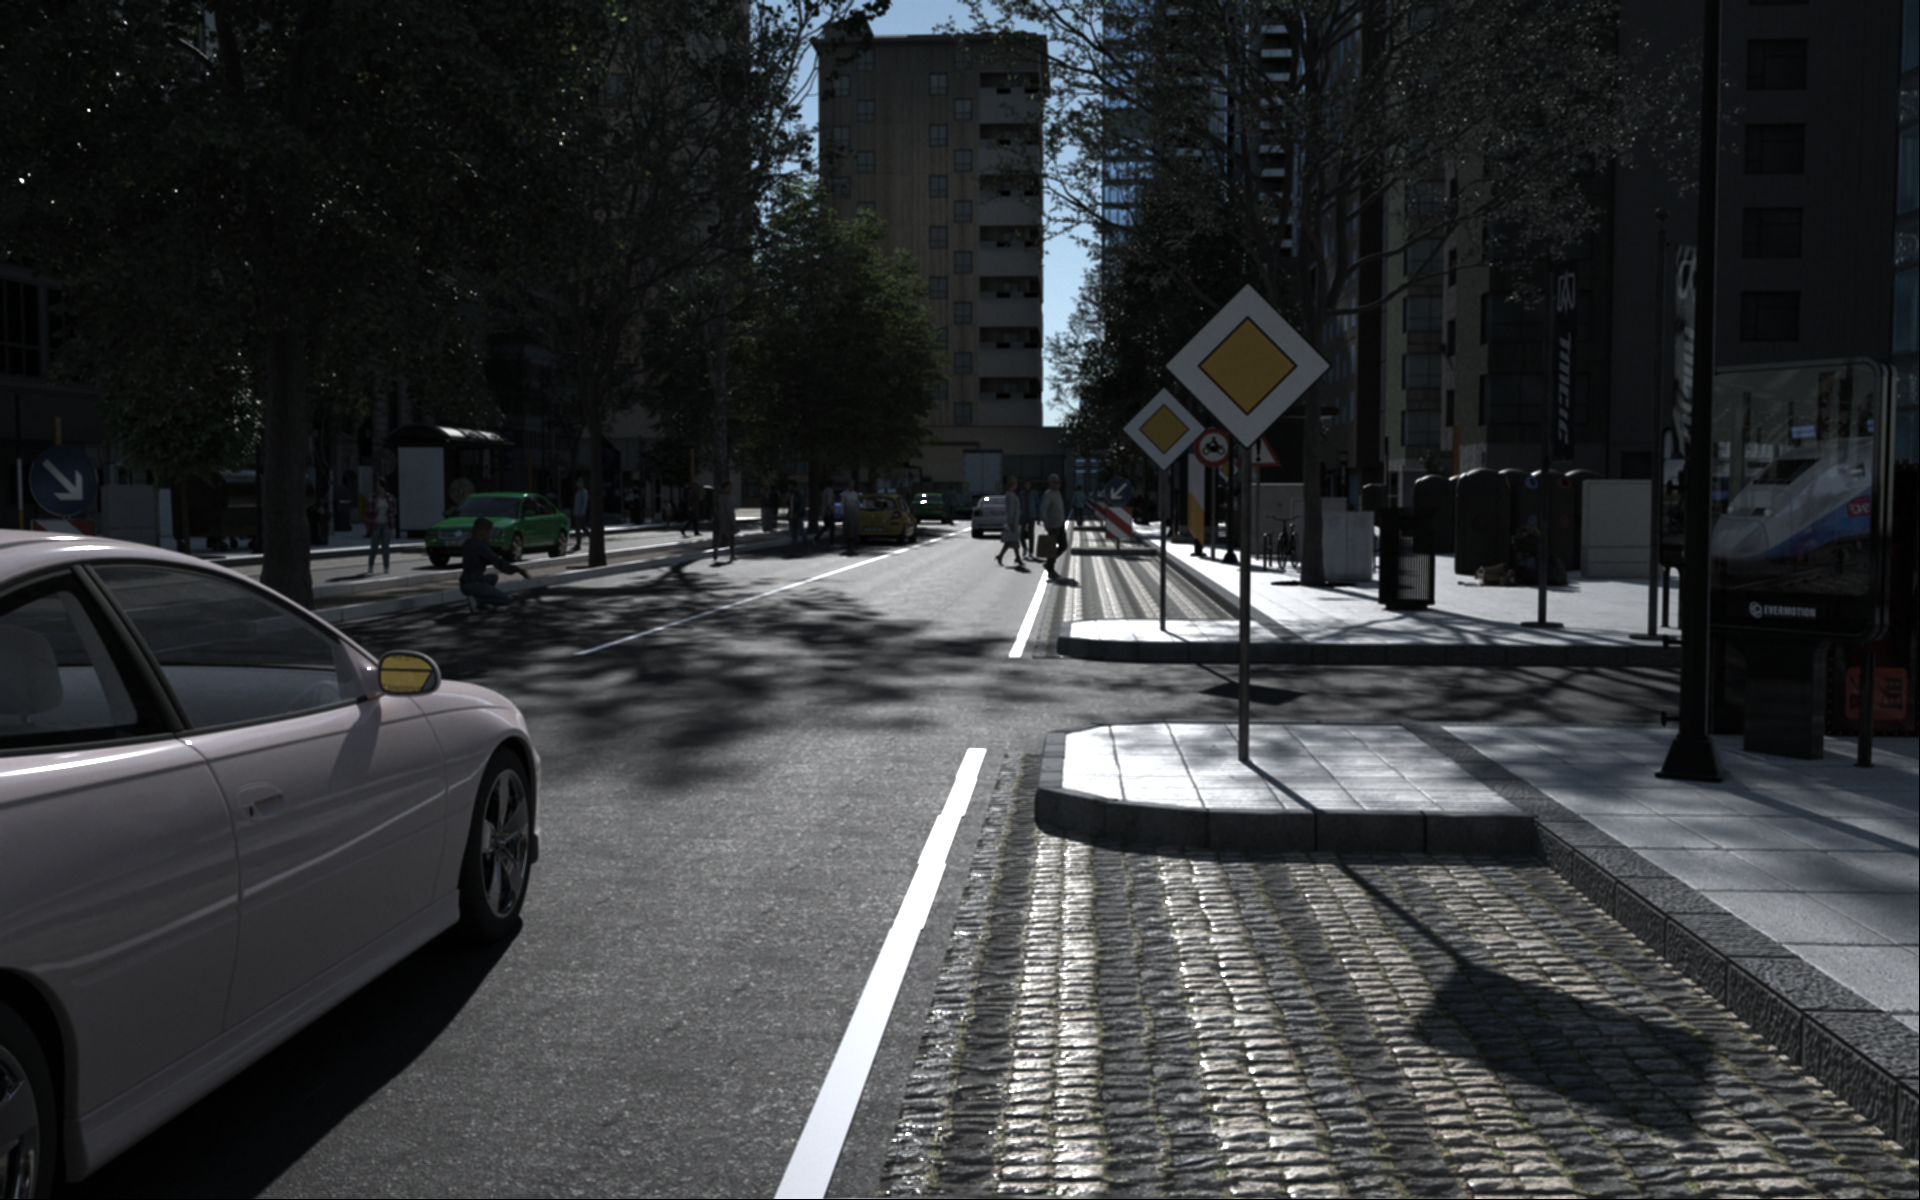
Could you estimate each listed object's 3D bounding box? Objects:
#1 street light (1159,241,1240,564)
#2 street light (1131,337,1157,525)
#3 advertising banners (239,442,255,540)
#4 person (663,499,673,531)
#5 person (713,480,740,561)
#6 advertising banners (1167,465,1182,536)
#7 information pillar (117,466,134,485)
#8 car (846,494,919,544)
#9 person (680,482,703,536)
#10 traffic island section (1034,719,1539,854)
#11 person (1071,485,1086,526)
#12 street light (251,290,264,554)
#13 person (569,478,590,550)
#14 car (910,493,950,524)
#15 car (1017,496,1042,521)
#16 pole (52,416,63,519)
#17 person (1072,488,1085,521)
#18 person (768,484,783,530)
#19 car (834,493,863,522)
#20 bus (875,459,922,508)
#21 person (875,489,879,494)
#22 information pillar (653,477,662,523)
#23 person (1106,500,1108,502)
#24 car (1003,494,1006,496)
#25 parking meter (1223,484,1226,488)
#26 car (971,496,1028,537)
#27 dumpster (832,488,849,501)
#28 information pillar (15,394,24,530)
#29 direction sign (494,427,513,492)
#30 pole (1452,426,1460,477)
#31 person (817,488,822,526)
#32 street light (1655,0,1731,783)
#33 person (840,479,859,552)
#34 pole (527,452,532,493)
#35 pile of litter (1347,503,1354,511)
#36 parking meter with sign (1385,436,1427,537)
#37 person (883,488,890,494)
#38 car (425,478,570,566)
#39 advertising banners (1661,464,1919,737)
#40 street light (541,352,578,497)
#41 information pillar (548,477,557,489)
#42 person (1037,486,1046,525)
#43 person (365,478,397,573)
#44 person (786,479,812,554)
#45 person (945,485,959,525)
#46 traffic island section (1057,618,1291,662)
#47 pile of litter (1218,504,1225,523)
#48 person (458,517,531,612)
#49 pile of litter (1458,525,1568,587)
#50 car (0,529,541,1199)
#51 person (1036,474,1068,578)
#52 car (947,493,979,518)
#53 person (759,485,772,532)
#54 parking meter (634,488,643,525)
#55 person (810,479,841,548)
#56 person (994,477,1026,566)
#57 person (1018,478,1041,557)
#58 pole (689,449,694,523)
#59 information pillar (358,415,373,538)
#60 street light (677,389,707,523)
[{"bbox_3d":[4.457,-3.629,31.882,1.470,5.913,1.316,0,4,4],"label":"street light"},{"bbox_3d":[5.766,-4.823,51.393,1.470,5.913,1.316,0,4,4],"label":"street light"},{"bbox_3d":[-20.282,-3.253,49.381,0.090,3.025,2.074,-1,4,-8],"label":"advertising banners"},{"bbox_3d":[-11.286,-3.289,66.956,0.352,1.250,0.332,-1,4,-9],"label":"person"},{"bbox_3d":[-5.011,-1.706,37.145,0.466,1.731,0.760,1,4,22],"label":"person"},{"bbox_3d":[6.110,-3.233,49.046,0.090,3.025,2.074,0,4,-6],"label":"advertising banners"},{"bbox_3d":[-21.809,-2.495,45.289,0.304,2.012,0.304,0,4,-2],"label":"information pillar"},{"bbox_3d":[-2.283,-2.497,51.049,2.015,1.641,3.980,0,4,6],"label":"car"},{"bbox_3d":[-9.236,-3.132,59.624,0.836,1.842,0.656,-2,4,-25],"label":"person"},{"bbox_3d":[1.386,0.852,8.355,2.009,0.180,2.903,0,4,4],"label":"traffic island section"},{"bbox_3d":[4.987,-3.914,72.520,0.660,1.820,0.620,-2,4,-25],"label":"person"},{"bbox_3d":[-14.545,-3.948,37.092,1.470,5.913,1.316,0,4,4],"label":"street light"},{"bbox_3d":[-9.660,-2.207,44.440,0.748,1.841,0.638,-1,4,-18],"label":"person"},{"bbox_3d":[-1.444,-4.648,84.798,1.959,1.807,4.718,0,4,4],"label":"car"},{"bbox_3d":[3.696,-5.056,95.251,1.945,1.354,3.894,0,4,4],"label":"car"},{"bbox_3d":[-23.726,-3.165,45.585,0.158,3.312,0.155,0,3,0],"label":"pole"},{"bbox_3d":[6.402,-5.144,93.054,0.683,1.767,0.568,-2,4,-32],"label":"person"},{"bbox_3d":[-7.486,-3.707,69.101,0.794,1.824,0.713,-1,4,-16],"label":"person"},{"bbox_3d":[-5.603,-4.856,88.995,1.945,1.707,3.694,0,4,3],"label":"car"},{"bbox_3d":[-4.288,-7.876,120.318,2.896,3.916,12.252,0,4,3],"label":"bus"},{"bbox_3d":[-4.669,-5.330,96.582,0.436,1.711,0.756,1,4,22],"label":"person"},{"bbox_3d":[-13.334,-4.395,76.343,0.304,2.012,0.304,-1,4,-20],"label":"information pillar"},{"bbox_3d":[14.482,-9.679,170.009,1.065,1.426,0.557,-3,5,-41],"label":"person"},{"bbox_3d":[3.502,-8.647,153.169,2.131,1.459,4.920,0,4,3],"label":"car"},{"bbox_3d":[13.450,-4.983,87.181,0.399,1.863,0.255,2,4,35],"label":"parking meter"},{"bbox_3d":[1.381,-2.840,58.799,2.083,1.381,4.827,0,4,3],"label":"car"},{"bbox_3d":[-7.676,-6.526,114.922,1.865,1.857,1.264,0,4,4],"label":"dumpster"},{"bbox_3d":[-22.083,-3.017,40.678,0.183,3.616,0.504,-2,4,-27],"label":"information pillar"},{"bbox_3d":[-15.506,-4.074,58.603,0.379,3.537,0.876,3,5,42],"label":"direction sign"},{"bbox_3d":[14.842,-3.550,51.879,0.158,3.312,0.155,0,3,0],"label":"pole"},{"bbox_3d":[-6.381,-4.139,76.420,0.600,1.795,0.529,3,5,43],"label":"person"},{"bbox_3d":[2.794,-2.153,7.739,1.470,5.913,1.316,0,4,4],"label":"street light"},{"bbox_3d":[-2.729,-2.096,42.991,0.478,1.798,0.641,0,4,-1],"label":"person"},{"bbox_3d":[-20.832,-5.506,83.874,0.158,3.312,0.155,0,3,0],"label":"pole"},{"bbox_3d":[18.986,-4.376,85.512,1.719,0.858,1.176,-3,5,-42],"label":"pile of litter"},{"bbox_3d":[13.717,-3.423,52.227,1.738,3.016,0.543,1,4,18],"label":"parking meter with sign"},{"bbox_3d":[-4.639,-6.124,108.612,1.348,1.826,0.705,0,4,2],"label":"person"},{"bbox_3d":[-9.578,-1.668,36.062,1.959,1.807,4.718,0,4,6],"label":"car"},{"bbox_3d":[4.798,-0.789,9.085,2.074,3.025,0.090,0,4,6],"label":"advertising banners"},{"bbox_3d":[-13.180,-5.162,56.940,1.470,5.913,1.316,0,4,4],"label":"street light"},{"bbox_3d":[-17.411,-4.254,74.041,0.304,2.012,0.304,1,4,13],"label":"information pillar"},{"bbox_3d":[3.802,-4.356,79.708,0.713,1.824,0.794,-2,4,-35],"label":"person"},{"bbox_3d":[-10.498,-1.350,31.407,0.563,1.720,0.643,-2,4,-25],"label":"person"},{"bbox_3d":[-3.904,-1.986,41.318,0.623,1.781,0.721,3,4,38],"label":"person"},{"bbox_3d":[-0.440,-4.478,81.581,0.638,1.841,0.748,2,4,33],"label":"person"},{"bbox_3d":[1.930,0.364,16.322,2.009,0.180,2.903,0,4,4],"label":"traffic island section"},{"bbox_3d":[11.538,-3.819,76.404,1.719,0.858,1.176,1,4,16],"label":"pile of litter"},{"bbox_3d":[-5.835,-0.445,21.282,0.738,1.151,1.012,-3,5,-40],"label":"person"},{"bbox_3d":[7.835,-0.644,24.487,1.719,0.858,1.176,0,4,-3],"label":"pile of litter"},{"bbox_3d":[-2.459,0.502,4.158,2.083,1.381,4.827,0,4,3],"label":"car"},{"bbox_3d":[1.538,-1.264,29.646,0.515,1.767,0.782,2,4,29],"label":"person"},{"bbox_3d":[0.108,-5.798,103.597,1.959,1.807,4.718,0,4,3],"label":"car"},{"bbox_3d":[-6.812,-3.179,61.034,0.362,1.759,0.519,2,4,35],"label":"person"},{"bbox_3d":[-13.568,-3.955,73.075,0.372,1.533,0.369,0,3,0],"label":"parking meter"},{"bbox_3d":[-3.582,-2.315,46.202,0.795,1.843,0.661,-1,4,-20],"label":"person"},{"bbox_3d":[1.008,-1.584,34.746,0.624,1.780,0.694,0,4,6],"label":"person"},{"bbox_3d":[1.542,-1.863,39.305,0.601,1.785,0.444,1,4,14],"label":"person"},{"bbox_3d":[-12.002,-5.122,77.587,0.158,3.312,0.155,0,3,0],"label":"pole"},{"bbox_3d":[-17.499,-3.651,51.051,0.183,3.616,0.504,2,4,27],"label":"information pillar"},{"bbox_3d":[-11.837,-6.352,76.403,1.470,5.913,1.316,0,4,4],"label":"street light"}]
